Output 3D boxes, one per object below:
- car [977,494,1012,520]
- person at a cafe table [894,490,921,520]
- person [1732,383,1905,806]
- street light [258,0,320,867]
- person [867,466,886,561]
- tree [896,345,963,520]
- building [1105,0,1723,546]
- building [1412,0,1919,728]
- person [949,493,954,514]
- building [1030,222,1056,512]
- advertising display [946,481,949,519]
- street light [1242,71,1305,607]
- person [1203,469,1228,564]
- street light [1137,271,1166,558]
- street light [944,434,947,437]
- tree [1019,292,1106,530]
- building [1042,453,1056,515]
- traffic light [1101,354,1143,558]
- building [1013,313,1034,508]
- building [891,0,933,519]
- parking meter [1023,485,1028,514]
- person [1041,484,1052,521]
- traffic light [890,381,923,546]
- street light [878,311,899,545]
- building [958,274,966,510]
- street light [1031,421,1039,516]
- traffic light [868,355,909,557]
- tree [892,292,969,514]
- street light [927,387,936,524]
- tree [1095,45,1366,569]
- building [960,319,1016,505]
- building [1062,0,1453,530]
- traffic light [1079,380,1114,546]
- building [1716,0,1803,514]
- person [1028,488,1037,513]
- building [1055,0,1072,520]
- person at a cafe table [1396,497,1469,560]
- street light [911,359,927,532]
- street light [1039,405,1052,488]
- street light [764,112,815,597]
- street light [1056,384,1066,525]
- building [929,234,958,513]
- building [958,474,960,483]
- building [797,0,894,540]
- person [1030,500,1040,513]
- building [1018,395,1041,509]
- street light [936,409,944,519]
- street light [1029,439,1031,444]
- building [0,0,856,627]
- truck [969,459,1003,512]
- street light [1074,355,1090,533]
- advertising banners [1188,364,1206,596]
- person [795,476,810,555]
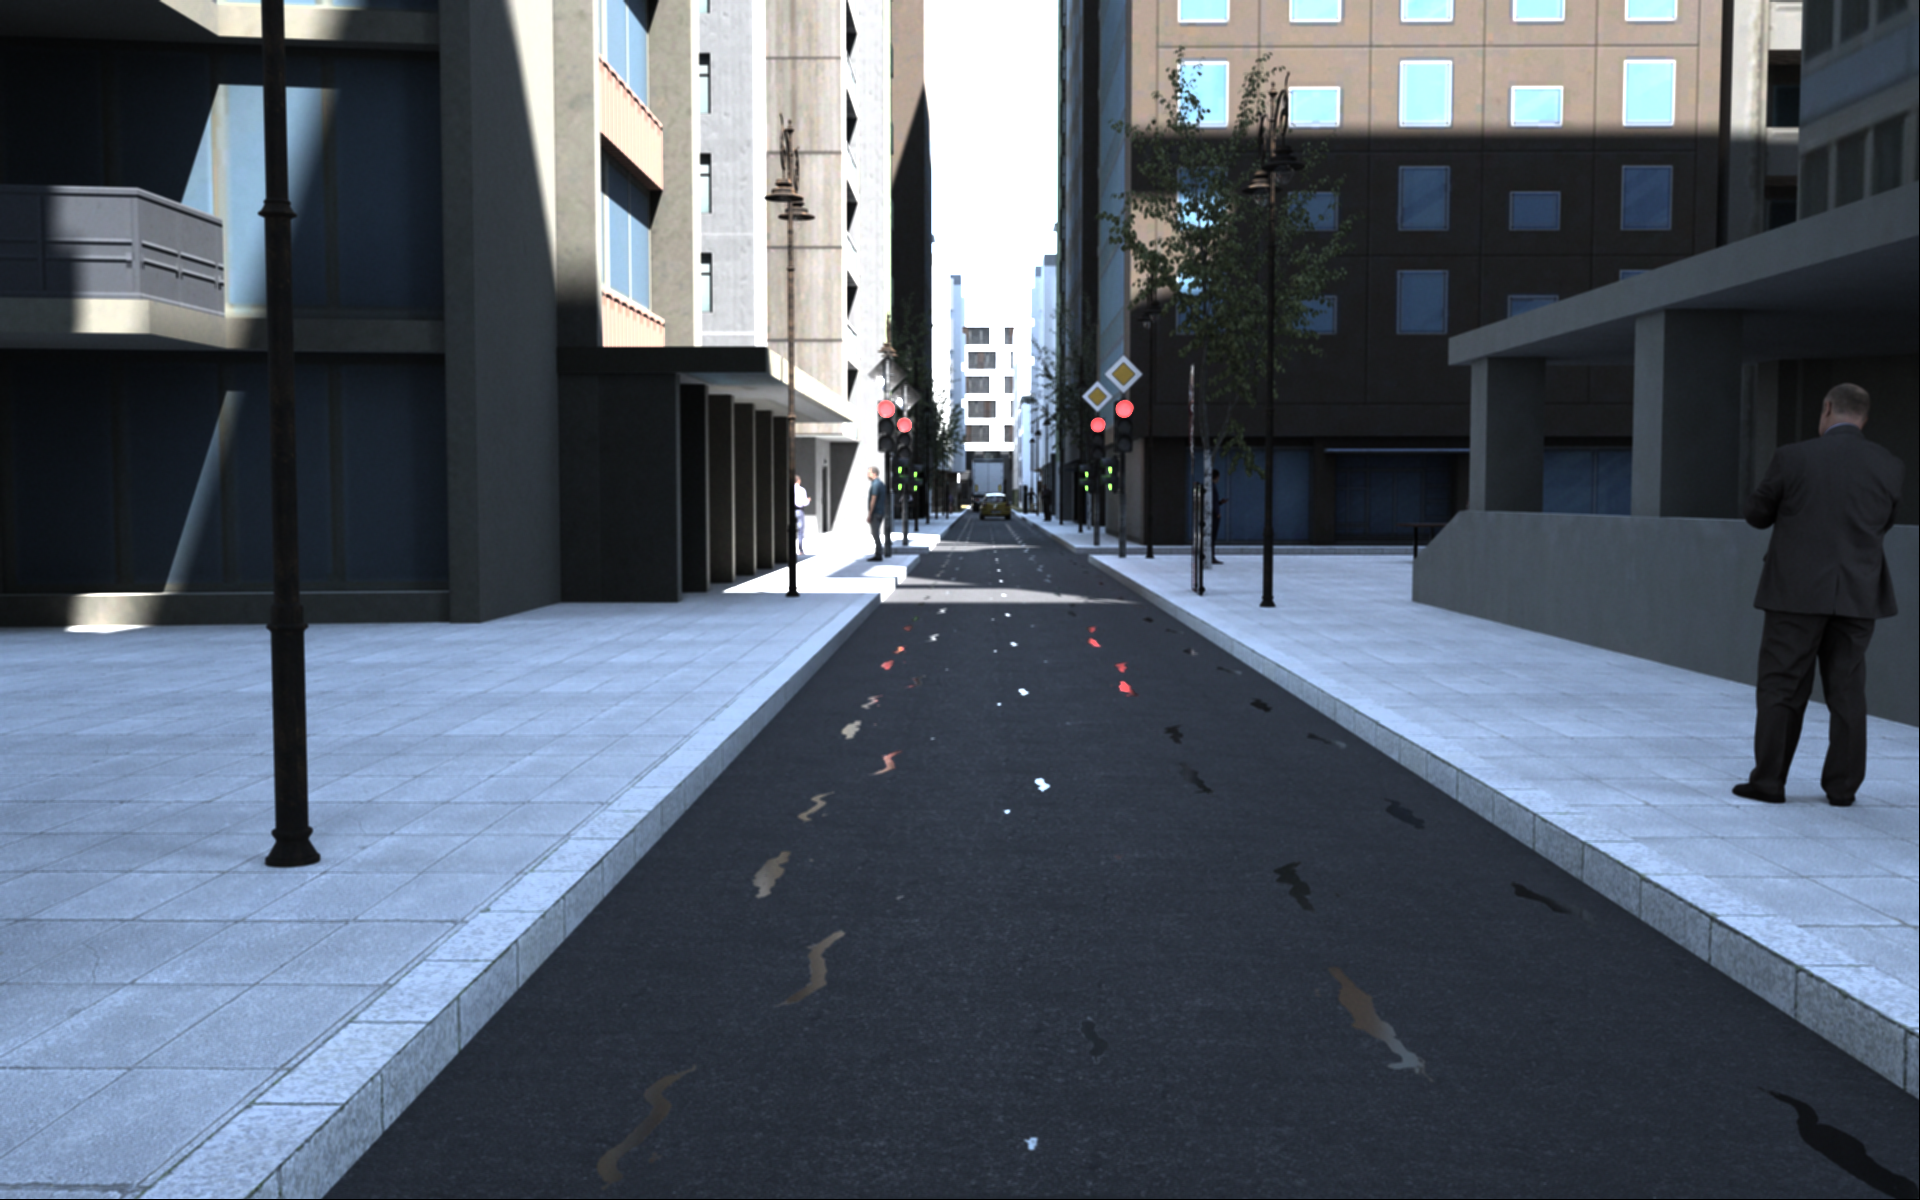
[{"bbox_3d":[1.985,-5.400,98.520,2.015,1.641,3.980,0,4,-1],"label":"car"},{"bbox_3d":[-2.815,-4.816,87.256,1.698,1.524,1.622,1,4,14],"label":"person at a cafe table"},{"bbox_3d":[3.579,-0.033,7.265,0.565,1.739,0.600,-1,4,-20],"label":"person"},{"bbox_3d":[-2.326,-2.023,5.859,0.468,5.910,1.993,0,4,1],"label":"street light"},{"bbox_3d":[-1.634,-1.651,33.166,0.434,1.807,0.598,2,4,27],"label":"person"},{"bbox_3d":[-1.700,-8.180,84.105,4.360,8.622,3.978,0,3,0],"label":"tree"},{"bbox_3d":[11.356,-24.342,48.107,14.200,45.320,14.600,0,4,1],"label":"building"},{"bbox_3d":[21.428,-19.602,12.373,32.217,40.220,23.993,0,4,1],"label":"building"},{"bbox_3d":[-0.646,-6.273,111.831,0.421,1.427,0.697,2,4,29],"label":"person"},{"bbox_3d":[13.199,-16.508,126.323,16.016,20.091,11.380,0,4,1],"label":"building"},{"bbox_3d":[-0.658,-5.122,88.966,0.123,1.923,0.974,0,4,-2],"label":"advertising display"},{"bbox_3d":[3.505,-2.860,19.556,0.468,5.910,1.993,0,4,1],"label":"street light"},{"bbox_3d":[4.703,-1.541,31.936,0.504,1.737,0.576,-1,4,-21],"label":"person"},{"bbox_3d":[3.803,-3.776,34.521,0.468,5.910,1.993,0,4,1],"label":"street light"},{"bbox_3d":[-1.003,-8.030,104.070,0.468,5.910,1.993,0,4,1],"label":"street light"},{"bbox_3d":[4.469,-6.836,62.135,4.360,8.622,3.978,0,3,0],"label":"tree"},{"bbox_3d":[15.721,-40.860,106.308,20.563,71.187,20.611,0,4,1],"label":"building"},{"bbox_3d":[3.271,-2.817,34.972,0.839,4.253,0.868,0,4,1],"label":"traffic light"},{"bbox_3d":[14.063,-19.021,177.457,16.747,18.905,31.486,0,4,1],"label":"building"},{"bbox_3d":[-8.608,-27.185,94.586,14.600,45.320,14.200,0,4,1],"label":"building"},{"bbox_3d":[4.249,-6.537,112.587,0.255,1.863,0.399,0,4,-7],"label":"parking meter"},{"bbox_3d":[4.092,-4.635,82.507,0.565,1.739,0.600,1,4,17],"label":"person"},{"bbox_3d":[-1.342,-3.308,43.004,0.839,4.253,0.868,0,4,1],"label":"traffic light"},{"bbox_3d":[-1.800,-4.345,43.830,0.468,5.910,1.993,0,4,1],"label":"street light"},{"bbox_3d":[-7.543,-17.070,135.507,16.016,20.091,11.380,0,4,1],"label":"building"},{"bbox_3d":[4.625,-7.969,103.077,0.468,5.910,1.993,0,4,1],"label":"street light"},{"bbox_3d":[-1.450,-2.820,35.020,0.839,4.253,0.868,0,4,1],"label":"traffic light"},{"bbox_3d":[-2.677,-6.908,63.312,4.737,8.622,4.395,0,3,0],"label":"tree"},{"bbox_3d":[-1.395,-6.231,74.669,0.468,5.910,1.993,0,4,1],"label":"street light"},{"bbox_3d":[4.443,-4.821,29.182,4.737,8.622,4.395,0,3,0],"label":"tree"},{"bbox_3d":[-4.356,-22.755,216.024,32.646,21.610,27.936,0,4,1],"label":"building"},{"bbox_3d":[11.790,-25.937,74.176,14.600,45.320,14.200,0,4,1],"label":"building"},{"bbox_3d":[3.379,-3.305,42.956,0.839,4.253,0.868,0,4,1],"label":"traffic light"},{"bbox_3d":[29.306,-26.169,51.570,21.600,48.544,21.300,0,4,1],"label":"building"},{"bbox_3d":[4.873,-6.924,120.075,1.217,1.723,0.721,3,5,45],"label":"person"},{"bbox_3d":[11.957,-24.833,89.619,14.154,41.232,14.086,0,4,1],"label":"building"},{"bbox_3d":[9.216,-1.294,32.012,1.698,1.238,1.726,-1,4,-9],"label":"person at a cafe table"},{"bbox_3d":[-1.498,-5.287,59.225,0.468,5.910,1.993,0,4,1],"label":"street light"},{"bbox_3d":[4.408,-7.042,87.920,0.468,5.910,1.993,0,4,1],"label":"street light"},{"bbox_3d":[-2.096,-2.981,21.519,0.468,5.910,1.993,0,4,1],"label":"street light"},{"bbox_3d":[4.258,-6.112,72.718,0.468,5.910,1.993,0,4,1],"label":"street light"},{"bbox_3d":[-8.448,-16.376,124.160,16.016,20.091,11.380,0,4,1],"label":"building"},{"bbox_3d":[-13.995,-15.185,190.415,28.070,9.664,9.099,0,4,1],"label":"building"},{"bbox_3d":[-9.338,-22.445,50.571,14.154,41.232,14.086,0,4,1],"label":"building"},{"bbox_3d":[4.999,-6.256,116.260,0.695,0.859,0.347,-1,4,-20],"label":"person"},{"bbox_3d":[9.749,-12.553,147.384,9.099,9.664,28.070,0,4,1],"label":"building"},{"bbox_3d":[-1.214,-7.133,89.408,0.468,5.910,1.993,0,4,1],"label":"street light"},{"bbox_3d":[4.893,-8.866,117.738,0.468,5.910,1.993,0,4,1],"label":"street light"},{"bbox_3d":[-16.653,-22.522,22.852,28.867,44.769,22.147,0,4,1],"label":"building"},{"bbox_3d":[2.249,-9.551,145.072,2.839,4.237,11.283,0,4,0],"label":"truck"},{"bbox_3d":[4.027,-5.190,57.636,0.468,5.910,1.993,0,4,1],"label":"street light"},{"bbox_3d":[3.105,-1.624,22.747,0.090,3.025,2.074,0,4,4],"label":"advertising banners"},{"bbox_3d":[-3.572,-1.837,38.397,0.709,1.838,0.599,1,4,23],"label":"person"}]
